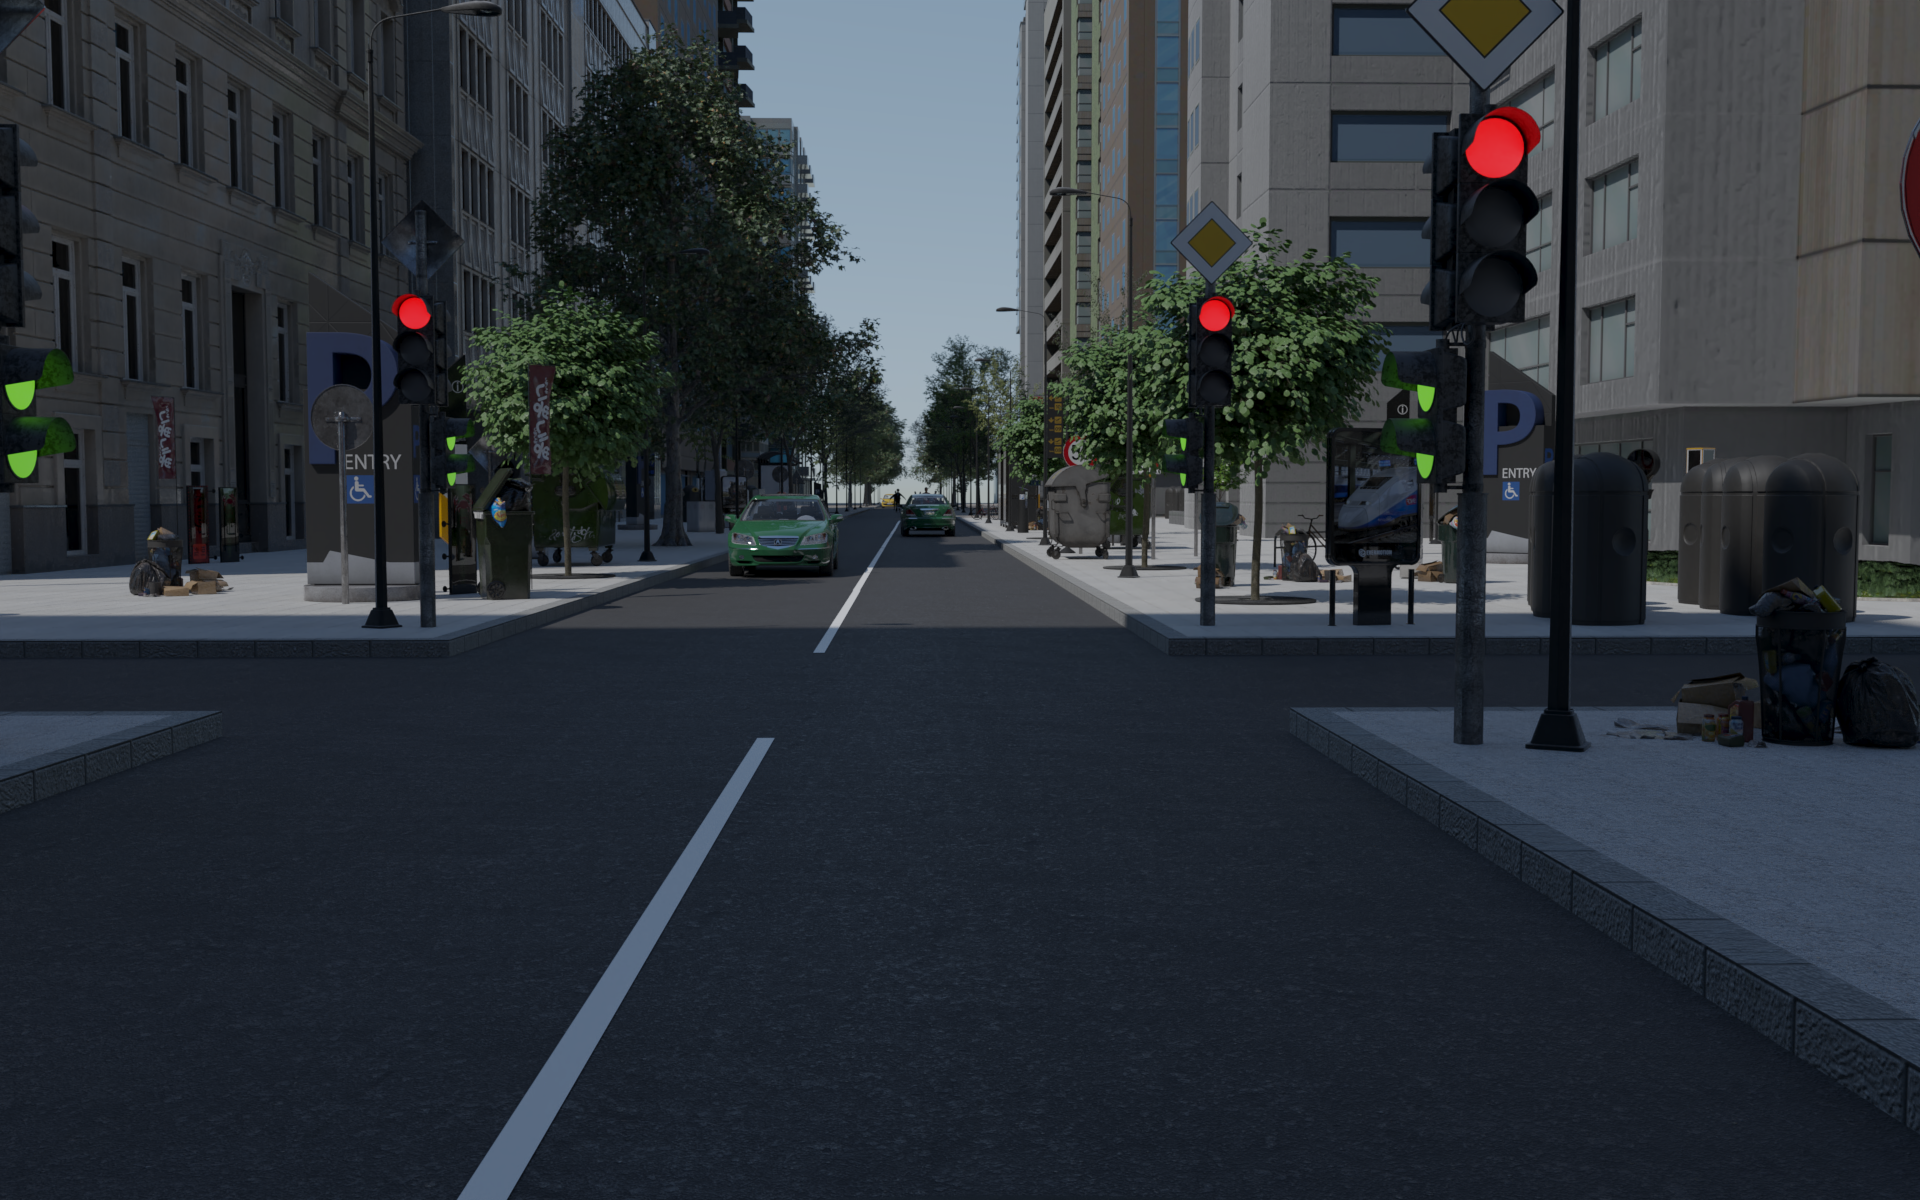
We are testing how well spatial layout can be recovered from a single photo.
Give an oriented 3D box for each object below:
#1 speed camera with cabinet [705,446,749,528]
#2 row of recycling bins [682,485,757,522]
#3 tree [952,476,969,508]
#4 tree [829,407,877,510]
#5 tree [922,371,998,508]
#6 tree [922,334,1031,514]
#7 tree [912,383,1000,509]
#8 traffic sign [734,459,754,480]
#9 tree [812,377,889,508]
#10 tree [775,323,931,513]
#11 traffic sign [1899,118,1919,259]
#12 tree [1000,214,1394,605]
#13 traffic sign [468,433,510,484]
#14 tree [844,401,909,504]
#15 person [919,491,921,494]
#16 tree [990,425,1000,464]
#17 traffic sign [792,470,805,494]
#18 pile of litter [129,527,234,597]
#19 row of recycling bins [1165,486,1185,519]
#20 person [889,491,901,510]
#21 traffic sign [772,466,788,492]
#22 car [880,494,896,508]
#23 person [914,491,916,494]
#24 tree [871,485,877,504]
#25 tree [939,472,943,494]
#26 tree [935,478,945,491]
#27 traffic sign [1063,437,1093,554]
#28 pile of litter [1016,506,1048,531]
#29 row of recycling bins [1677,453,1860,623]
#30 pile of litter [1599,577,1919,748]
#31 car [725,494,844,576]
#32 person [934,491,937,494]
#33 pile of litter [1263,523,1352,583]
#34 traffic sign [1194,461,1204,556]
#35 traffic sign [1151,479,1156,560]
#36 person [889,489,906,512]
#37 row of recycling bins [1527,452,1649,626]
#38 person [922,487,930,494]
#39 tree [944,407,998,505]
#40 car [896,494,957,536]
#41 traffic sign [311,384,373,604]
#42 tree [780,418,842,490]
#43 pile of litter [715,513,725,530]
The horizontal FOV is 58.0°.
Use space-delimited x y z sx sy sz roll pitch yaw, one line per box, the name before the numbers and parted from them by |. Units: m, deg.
speed camera with cabinet | -8.791 -4.344 65.361 0.660 3.252 2.038 2 4 29
row of recycling bins | -10.930 -4.398 79.026 3.534 1.692 1.069 -1 4 -11
tree | 0.245 -10.437 165.243 1.663 3.219 1.824 0 3 0
tree | -8.671 -11.361 136.117 4.360 8.622 3.978 0 3 0
tree | -0.029 -14.696 158.408 7.486 12.596 7.792 0 3 0
tree | 1.066 -11.457 113.070 9.928 11.665 9.643 0 3 0
tree | 0.118 -12.829 144.160 8.767 10.594 7.601 -1 4 -20
traffic sign | -7.948 -3.894 63.768 0.768 2.556 0.104 0 4 4
tree | -10.538 -15.065 164.436 7.486 12.596 7.792 0 3 0
tree | -9.250 -12.720 118.347 12.009 13.543 11.850 0 3 0
traffic sign | 3.079 -0.302 5.038 0.768 2.556 0.104 0 4 3
tree | 3.457 -2.250 20.494 4.285 4.588 4.351 0 3 0
traffic sign | -8.342 -1.808 30.750 0.795 2.450 0.064 0 4 6
tree | -11.240 -18.977 216.932 9.857 13.997 8.962 0 3 0
person | -4.588 -11.707 200.638 1.217 1.736 0.721 0 4 -6
tree | 3.103 -2.805 29.578 4.285 4.588 4.351 0 3 0
traffic sign | -8.697 -5.634 92.124 0.884 2.594 0.081 0 4 5
pile of litter | -10.009 -0.515 22.387 1.176 0.858 1.719 1 4 19
row of recycling bins | 11.490 -4.959 88.194 1.069 1.692 3.534 -1 4 -21
person | -5.906 -9.093 157.695 1.217 1.766 0.721 -1 4 -23
traffic sign | -8.159 -4.797 78.545 0.768 2.556 0.104 1 4 8
car | -7.161 -10.260 177.974 2.015 1.641 3.980 0 4 -1
person | -6.005 -13.580 230.557 0.705 1.821 1.348 1 4 10
tree | -12.290 -14.753 235.811 1.663 3.219 1.824 0 3 0
tree | -2.648 -19.415 227.806 12.009 13.543 11.850 0 3 0
tree | -2.446 -17.808 241.515 4.360 8.622 3.978 0 3 0
traffic sign | 2.583 -2.256 36.990 0.768 2.556 0.104 0 4 4
pile of litter | 2.795 -2.902 61.406 1.719 0.858 1.176 0 4 -4
row of recycling bins | 8.686 -0.717 18.834 1.069 1.692 3.534 0 4 6
pile of litter | 4.330 0.292 9.185 1.719 0.858 1.176 2 4 24
car | -3.182 -1.219 31.731 2.131 1.459 4.920 0 4 -2
person | -2.049 -8.213 143.718 0.436 1.711 0.756 3 4 39
pile of litter | 5.154 -0.721 25.756 1.176 0.858 1.719 0 4 -6
traffic sign | 4.853 -2.167 35.544 0.768 2.556 0.104 0 4 2
traffic sign | 3.787 -2.064 33.858 0.768 2.556 0.104 0 4 6
person | -4.876 -7.829 136.139 1.348 1.869 0.705 0 4 5
row of recycling bins | 6.602 -0.695 18.477 1.069 1.692 3.534 1 4 13
person | -1.886 -5.409 96.878 1.348 1.831 0.705 0 4 -4
tree | -0.479 -15.786 175.101 9.611 12.733 9.660 0 3 0
car | -1.131 -2.946 59.969 2.131 1.459 4.920 0 4 -3
traffic sign | -7.170 -1.225 20.135 0.768 2.556 0.104 0 4 3
tree | -8.360 -9.072 98.686 4.737 8.622 4.395 0 3 0
pile of litter | -9.129 -2.963 62.405 1.176 0.858 1.719 2 4 34
